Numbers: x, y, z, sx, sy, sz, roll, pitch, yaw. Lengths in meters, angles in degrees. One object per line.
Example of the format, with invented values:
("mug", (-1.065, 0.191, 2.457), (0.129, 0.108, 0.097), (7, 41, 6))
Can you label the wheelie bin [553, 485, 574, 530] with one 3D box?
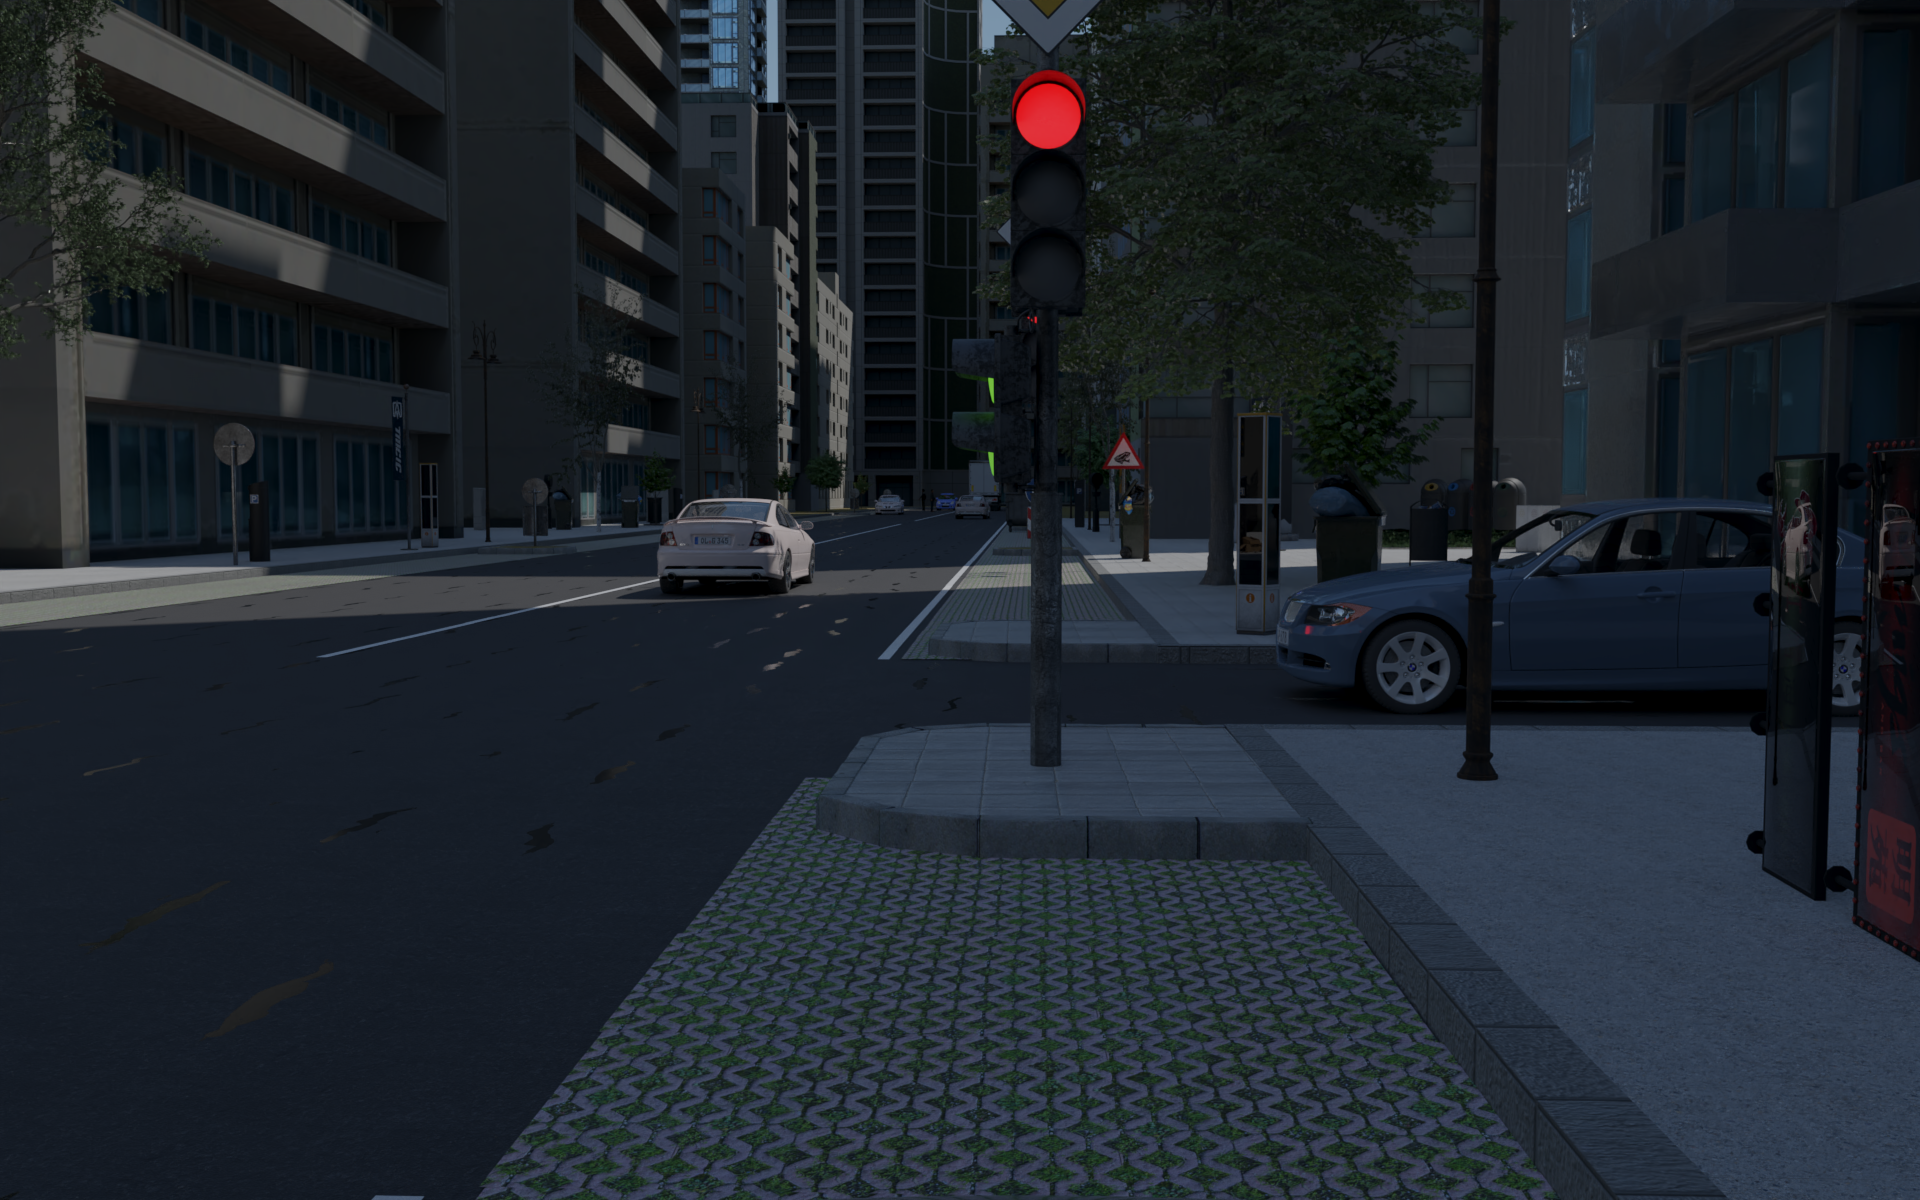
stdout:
("wheelie bin", (-14.231, -3.316, 62.128), (0.693, 1.594, 0.980), (0, 4, -7))

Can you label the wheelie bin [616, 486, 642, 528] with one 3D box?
("wheelie bin", (-12.540, -3.536, 65.718), (0.980, 1.594, 0.693), (0, 4, -5))

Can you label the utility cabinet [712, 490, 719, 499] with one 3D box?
("utility cabinet", (-12.337, -4.812, 87.352), (0.318, 1.500, 1.173), (-1, 4, -11))

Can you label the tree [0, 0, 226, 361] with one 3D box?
("tree", (-14.479, -5.507, 24.455), (8.767, 10.594, 7.601), (1, 4, 16))

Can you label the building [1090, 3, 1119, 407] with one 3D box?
("building", (25.201, -34.296, 149.979), (28.713, 52.752, 27.495), (0, 4, 2))

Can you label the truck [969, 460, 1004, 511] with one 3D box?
("truck", (2.264, -9.815, 149.389), (2.839, 4.237, 11.283), (0, 4, 3))

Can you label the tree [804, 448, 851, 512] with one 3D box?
("tree", (-9.472, -8.560, 123.670), (4.285, 4.588, 4.351), (0, 3, 0))

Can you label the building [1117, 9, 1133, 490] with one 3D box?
("building", (16.265, -27.425, 98.517), (14.600, 45.320, 14.200), (0, 4, 2))

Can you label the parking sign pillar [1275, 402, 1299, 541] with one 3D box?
("parking sign pillar", (8.587, -3.612, 47.535), (1.447, 3.967, 1.447), (3, 5, 44))

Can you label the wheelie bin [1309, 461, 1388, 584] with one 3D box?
("wheelie bin", (3.709, -0.530, 16.571), (0.693, 1.594, 0.980), (1, 4, 18))

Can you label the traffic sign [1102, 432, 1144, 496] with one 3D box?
("traffic sign", (3.455, -2.242, 36.657), (0.884, 2.594, 0.081), (0, 4, 7))

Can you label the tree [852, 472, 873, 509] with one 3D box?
("tree", (-8.554, -9.422, 148.649), (1.663, 3.219, 1.824), (0, 3, 0))

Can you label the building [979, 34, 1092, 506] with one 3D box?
("building", (13.018, -34.456, 187.052), (21.600, 48.544, 21.300), (0, 4, 2))

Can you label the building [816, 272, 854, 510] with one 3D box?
("building", (-25.203, -18.822, 152.771), (28.899, 21.520, 27.650), (0, 4, 2))

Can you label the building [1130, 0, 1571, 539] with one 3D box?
("building", (12.437, -22.701, 54.748), (14.154, 41.232, 14.086), (0, 4, 2))

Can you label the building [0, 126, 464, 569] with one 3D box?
("building", (-25.566, -25.405, 39.078), (21.300, 48.544, 21.600), (0, 4, 2))

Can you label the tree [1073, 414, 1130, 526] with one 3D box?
("tree", (6.122, -5.341, 71.031), (4.285, 4.588, 4.351), (0, 3, 0))

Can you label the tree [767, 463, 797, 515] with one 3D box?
("tree", (-10.675, -6.806, 105.873), (1.663, 3.219, 1.824), (0, 3, 0))

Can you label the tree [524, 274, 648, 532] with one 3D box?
("tree", (-12.293, -6.596, 58.207), (4.360, 8.622, 3.978), (0, 3, 0))

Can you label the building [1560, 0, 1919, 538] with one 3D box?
("building", (24.637, -24.716, 23.714), (30.456, 49.044, 23.786), (0, 4, 2))

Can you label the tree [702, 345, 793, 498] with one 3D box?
("tree", (-10.705, -8.323, 86.449), (4.360, 8.622, 3.978), (0, 3, 0))

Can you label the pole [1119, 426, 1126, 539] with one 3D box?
("pole", (4.692, -3.431, 49.932), (0.158, 3.312, 0.155), (0, 3, 0))

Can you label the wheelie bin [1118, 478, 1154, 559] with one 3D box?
("wheelie bin", (3.513, -1.631, 34.579), (0.693, 1.594, 0.980), (1, 4, 9))

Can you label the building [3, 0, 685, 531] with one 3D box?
("building", (-24.820, -27.611, 75.142), (21.300, 48.544, 21.600), (0, 4, 2))

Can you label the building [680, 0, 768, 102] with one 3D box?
("building", (-33.867, -53.504, 187.460), (31.000, 86.520, 22.319), (0, 4, 2))

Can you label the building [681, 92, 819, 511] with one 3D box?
("building", (-18.363, -21.810, 128.292), (14.160, 30.474, 14.107), (0, 4, 2))

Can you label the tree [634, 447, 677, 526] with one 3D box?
("tree", (-12.552, -4.659, 70.771), (1.663, 3.219, 1.824), (0, 3, 0))

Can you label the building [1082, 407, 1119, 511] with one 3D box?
("building", (20.216, -49.374, 119.936), (22.319, 86.520, 31.000), (0, 4, 2))

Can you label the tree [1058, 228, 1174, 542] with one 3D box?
("tree", (3.890, -5.848, 45.978), (4.360, 8.622, 3.978), (0, 3, 0))

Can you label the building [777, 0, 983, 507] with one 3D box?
("building", (-8.113, -45.744, 186.169), (20.611, 71.187, 20.563), (0, 4, 2))

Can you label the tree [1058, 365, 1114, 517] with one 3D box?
("tree", (6.569, -8.982, 97.216), (4.737, 8.622, 4.395), (0, 3, 0))

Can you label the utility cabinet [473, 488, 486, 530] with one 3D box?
("utility cabinet", (-17.067, -3.243, 61.705), (0.318, 1.500, 1.173), (0, 4, -5))

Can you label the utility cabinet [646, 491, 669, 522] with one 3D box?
("utility cabinet", (-13.628, -4.243, 78.050), (0.318, 1.500, 1.173), (2, 4, 31))

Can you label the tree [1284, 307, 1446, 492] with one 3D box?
("tree", (4.222, -1.433, 18.037), (1.663, 3.219, 1.824), (0, 3, 0))

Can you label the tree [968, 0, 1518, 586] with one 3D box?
("tree", (3.767, -6.508, 24.539), (7.486, 12.596, 7.792), (0, 3, 0))

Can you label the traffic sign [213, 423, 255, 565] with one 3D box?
("traffic sign", (-13.032, -1.895, 31.088), (0.768, 2.556, 0.104), (0, 4, 4))

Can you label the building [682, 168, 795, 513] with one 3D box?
("building", (-25.966, -16.021, 106.987), (27.650, 21.520, 28.899), (0, 4, 2))

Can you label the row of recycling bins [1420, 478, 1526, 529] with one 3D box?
("row of recycling bins", (13.453, -2.346, 45.472), (1.069, 1.692, 3.534), (-2, 4, -27))
